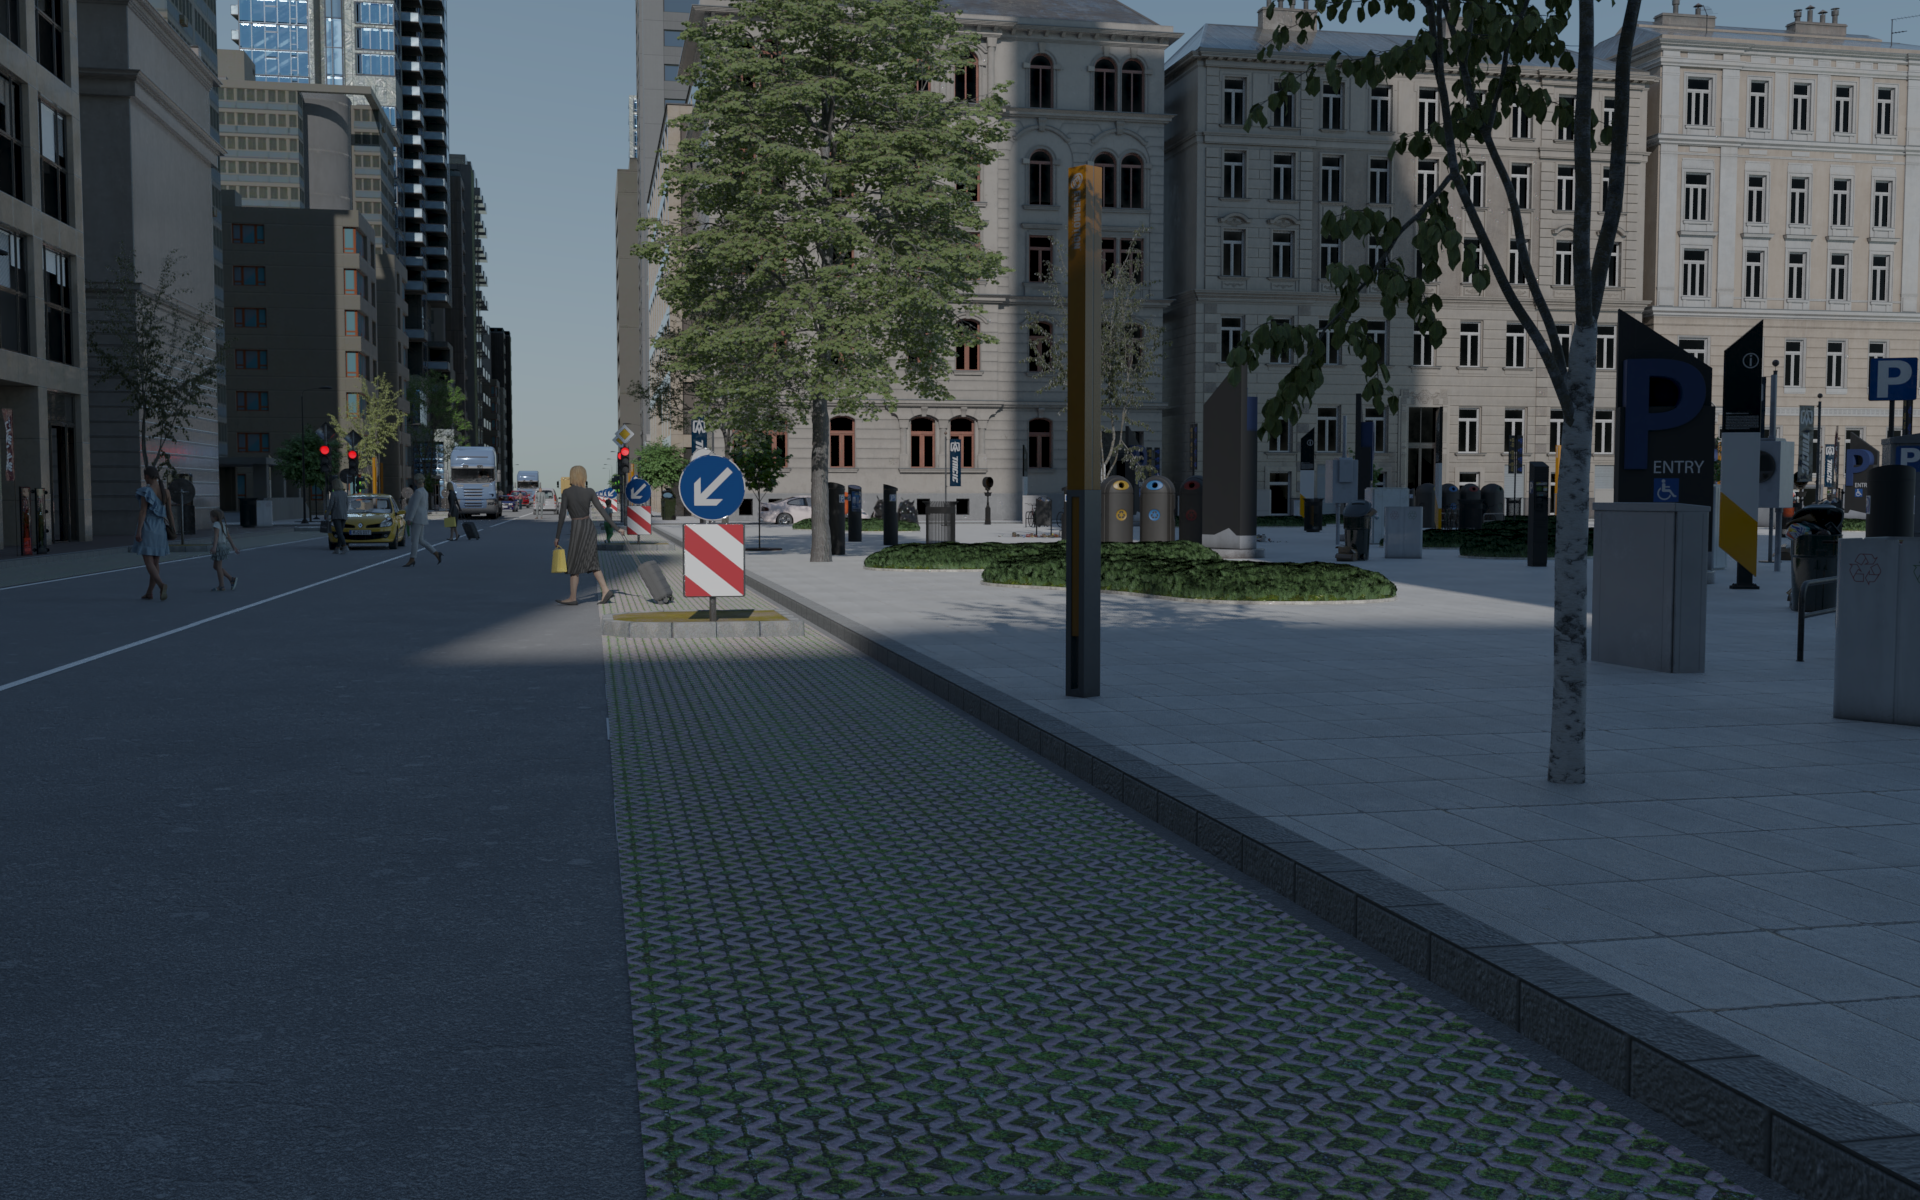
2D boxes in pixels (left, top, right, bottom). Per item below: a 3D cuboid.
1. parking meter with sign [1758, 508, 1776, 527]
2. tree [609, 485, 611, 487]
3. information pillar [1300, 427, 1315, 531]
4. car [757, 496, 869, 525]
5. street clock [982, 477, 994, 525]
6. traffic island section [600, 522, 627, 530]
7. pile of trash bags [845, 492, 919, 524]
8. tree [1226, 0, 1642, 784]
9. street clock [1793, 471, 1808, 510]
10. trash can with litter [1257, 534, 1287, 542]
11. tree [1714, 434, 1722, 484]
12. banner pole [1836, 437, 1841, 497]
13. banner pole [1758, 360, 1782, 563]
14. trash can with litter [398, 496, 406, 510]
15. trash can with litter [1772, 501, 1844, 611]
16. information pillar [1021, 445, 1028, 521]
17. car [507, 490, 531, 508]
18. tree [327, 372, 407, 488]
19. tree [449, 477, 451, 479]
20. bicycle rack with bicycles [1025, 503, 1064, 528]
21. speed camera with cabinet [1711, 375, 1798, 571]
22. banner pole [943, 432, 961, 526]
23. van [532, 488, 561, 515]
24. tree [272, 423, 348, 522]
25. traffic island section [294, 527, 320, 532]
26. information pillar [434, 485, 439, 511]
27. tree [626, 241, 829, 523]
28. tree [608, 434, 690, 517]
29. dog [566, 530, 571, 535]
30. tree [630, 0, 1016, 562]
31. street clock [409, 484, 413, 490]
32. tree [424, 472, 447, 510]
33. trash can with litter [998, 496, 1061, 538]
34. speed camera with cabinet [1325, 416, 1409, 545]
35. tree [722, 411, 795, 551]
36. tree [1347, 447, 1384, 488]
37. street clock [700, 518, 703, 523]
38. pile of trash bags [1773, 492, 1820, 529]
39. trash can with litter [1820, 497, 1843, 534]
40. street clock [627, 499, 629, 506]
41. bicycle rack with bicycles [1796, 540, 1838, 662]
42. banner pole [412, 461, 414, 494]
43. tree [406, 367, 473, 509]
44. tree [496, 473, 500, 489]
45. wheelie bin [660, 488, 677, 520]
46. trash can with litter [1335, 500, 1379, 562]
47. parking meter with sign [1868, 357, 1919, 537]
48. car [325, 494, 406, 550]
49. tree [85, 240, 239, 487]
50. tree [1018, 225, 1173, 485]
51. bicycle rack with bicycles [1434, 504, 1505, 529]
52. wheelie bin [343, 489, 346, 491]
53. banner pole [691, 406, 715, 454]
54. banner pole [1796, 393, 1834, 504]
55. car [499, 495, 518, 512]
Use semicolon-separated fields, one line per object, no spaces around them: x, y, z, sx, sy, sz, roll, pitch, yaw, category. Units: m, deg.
31.095;-4.311;66.742;1.738;3.016;0.543;1;4;21;parking meter with sign
-58.636;-18.233;292.717;1.663;3.219;1.824;0;3;0;tree
12.099;-4.216;60.292;0.504;3.616;0.183;0;4;7;information pillar
-6.331;-3.817;74.765;4.827;1.381;2.083;-1;4;-12;car
1.163;-4.139;72.239;0.358;2.002;0.471;3;5;45;street clock
-15.116;-3.384;77.601;2.009;0.180;2.903;-1;4;-12;traffic island section
-3.318;-3.671;69.768;3.447;1.369;1.912;0;4;4;pile of trash bags
2.585;-3.505;7.674;4.737;8.622;4.395;0;3;0;tree
26.096;-3.010;53.784;0.471;2.002;0.358;2;4;32;street clock
8.052;-2.384;50.042;2.233;1.210;1.678;-3;5;-41;trash can with litter
21.772;-3.289;48.382;1.663;3.219;1.824;0;3;0;tree
38.385;-5.270;76.179;0.863;3.779;0.401;0;4;-5;banner pole
15.021;-2.599;32.509;0.401;3.779;0.863;-3;5;-43;banner pole
-37.407;-6.468;117.141;0.624;1.170;1.055;2;4;29;trash can with litter
9.347;-0.474;19.130;0.624;1.170;1.055;1;4;14;trash can with litter
3.080;-5.554;82.162;0.183;3.616;0.504;1;4;22;information pillar
-44.397;-10.134;174.370;2.281;1.827;5.304;-1;4;-14;car
-35.282;-9.381;103.749;4.737;8.622;4.395;0;3;0;tree
-46.926;-10.190;161.203;1.663;3.219;1.824;0;3;0;tree
3.526;-3.270;66.854;2.852;0.926;2.925;2;4;28;bicycle rack with bicycles
12.890;-2.131;29.181;0.660;3.252;2.038;-3;5;-41;speed camera with cabinet
-0.344;-4.856;69.413;0.863;3.779;0.401;1;4;11;banner pole
-29.049;-7.003;121.516;2.013;2.044;4.112;-1;4;-11;van
-29.761;-5.858;79.484;4.285;4.588;4.351;0;3;0;tree
-24.638;-2.760;67.414;2.009;0.180;2.903;-1;4;-12;traffic island section
-40.453;-7.910;133.813;0.304;2.012;0.304;-3;5;-42;information pillar
-7.884;-7.690;60.137;7.601;10.594;8.767;-2;4;-27;tree
-16.526;-6.831;95.404;4.285;4.588;4.351;0;3;0;tree
-13.685;-2.712;61.170;0.800;0.831;0.513;-3;5;-45;dog
-2.290;-6.978;32.217;7.486;12.596;7.792;0;3;0;tree
-40.500;-7.538;127.824;0.358;2.002;0.471;-1;4;-14;street clock
-42.389;-8.776;138.088;1.663;3.219;1.824;0;3;0;tree
2.214;-2.478;51.576;2.233;1.210;1.678;2;4;33;trash can with litter
10.373;-3.045;44.115;2.038;3.252;0.660;-1;4;-9;speed camera with cabinet
-4.596;-2.748;39.535;1.663;3.219;1.824;0;3;0;tree
13.997;-4.004;60.062;1.663;3.219;1.824;0;3;0;tree
-7.178;-2.676;48.330;0.358;2.002;0.471;-1;4;-8;street clock
30.564;-3.256;62.984;1.912;1.369;3.447;3;5;41;pile of trash bags
20.144;-1.736;39.444;1.678;1.210;2.233;-2;4;-33;trash can with litter
-27.462;-8.476;143.157;0.471;2.002;0.358;-1;4;-10;street clock
7.885;-0.001;13.405;2.852;0.926;2.925;3;5;41;bicycle rack with bicycles
-41.252;-8.600;130.624;0.401;3.779;0.863;-2;4;-25;banner pole
-44.099;-13.304;143.269;9.928;11.665;9.643;0;3;0;tree
-60.835;-14.647;223.196;4.285;4.588;4.351;0;3;0;tree
-14.274;-4.700;84.756;0.693;1.594;0.980;-2;4;-30;wheelie bin
7.597;-1.336;33.229;0.624;1.170;1.055;2;4;30;trash can with litter
11.661;-1.540;21.432;0.543;3.016;1.738;1;4;19;parking meter with sign
-15.704;-2.183;45.910;2.015;1.641;3.980;-1;4;-13;car
-23.823;-6.170;51.238;4.360;8.622;3.978;0;3;0;tree
3.659;-5.764;44.602;4.360;8.622;3.978;0;3;0;tree
17.831;-2.927;61.239;2.852;0.926;2.925;3;5;41;bicycle rack with bicycles
-35.666;-5.611;99.642;0.980;1.594;0.693;1;4;9;wheelie bin
-7.214;-3.610;49.040;0.863;3.779;0.401;-2;4;-23;banner pole
21.112;-3.240;42.997;0.863;3.779;0.401;-1;4;-18;banner pole
-36.381;-7.714;138.703;1.945;1.354;3.894;-1;4;-10;car
